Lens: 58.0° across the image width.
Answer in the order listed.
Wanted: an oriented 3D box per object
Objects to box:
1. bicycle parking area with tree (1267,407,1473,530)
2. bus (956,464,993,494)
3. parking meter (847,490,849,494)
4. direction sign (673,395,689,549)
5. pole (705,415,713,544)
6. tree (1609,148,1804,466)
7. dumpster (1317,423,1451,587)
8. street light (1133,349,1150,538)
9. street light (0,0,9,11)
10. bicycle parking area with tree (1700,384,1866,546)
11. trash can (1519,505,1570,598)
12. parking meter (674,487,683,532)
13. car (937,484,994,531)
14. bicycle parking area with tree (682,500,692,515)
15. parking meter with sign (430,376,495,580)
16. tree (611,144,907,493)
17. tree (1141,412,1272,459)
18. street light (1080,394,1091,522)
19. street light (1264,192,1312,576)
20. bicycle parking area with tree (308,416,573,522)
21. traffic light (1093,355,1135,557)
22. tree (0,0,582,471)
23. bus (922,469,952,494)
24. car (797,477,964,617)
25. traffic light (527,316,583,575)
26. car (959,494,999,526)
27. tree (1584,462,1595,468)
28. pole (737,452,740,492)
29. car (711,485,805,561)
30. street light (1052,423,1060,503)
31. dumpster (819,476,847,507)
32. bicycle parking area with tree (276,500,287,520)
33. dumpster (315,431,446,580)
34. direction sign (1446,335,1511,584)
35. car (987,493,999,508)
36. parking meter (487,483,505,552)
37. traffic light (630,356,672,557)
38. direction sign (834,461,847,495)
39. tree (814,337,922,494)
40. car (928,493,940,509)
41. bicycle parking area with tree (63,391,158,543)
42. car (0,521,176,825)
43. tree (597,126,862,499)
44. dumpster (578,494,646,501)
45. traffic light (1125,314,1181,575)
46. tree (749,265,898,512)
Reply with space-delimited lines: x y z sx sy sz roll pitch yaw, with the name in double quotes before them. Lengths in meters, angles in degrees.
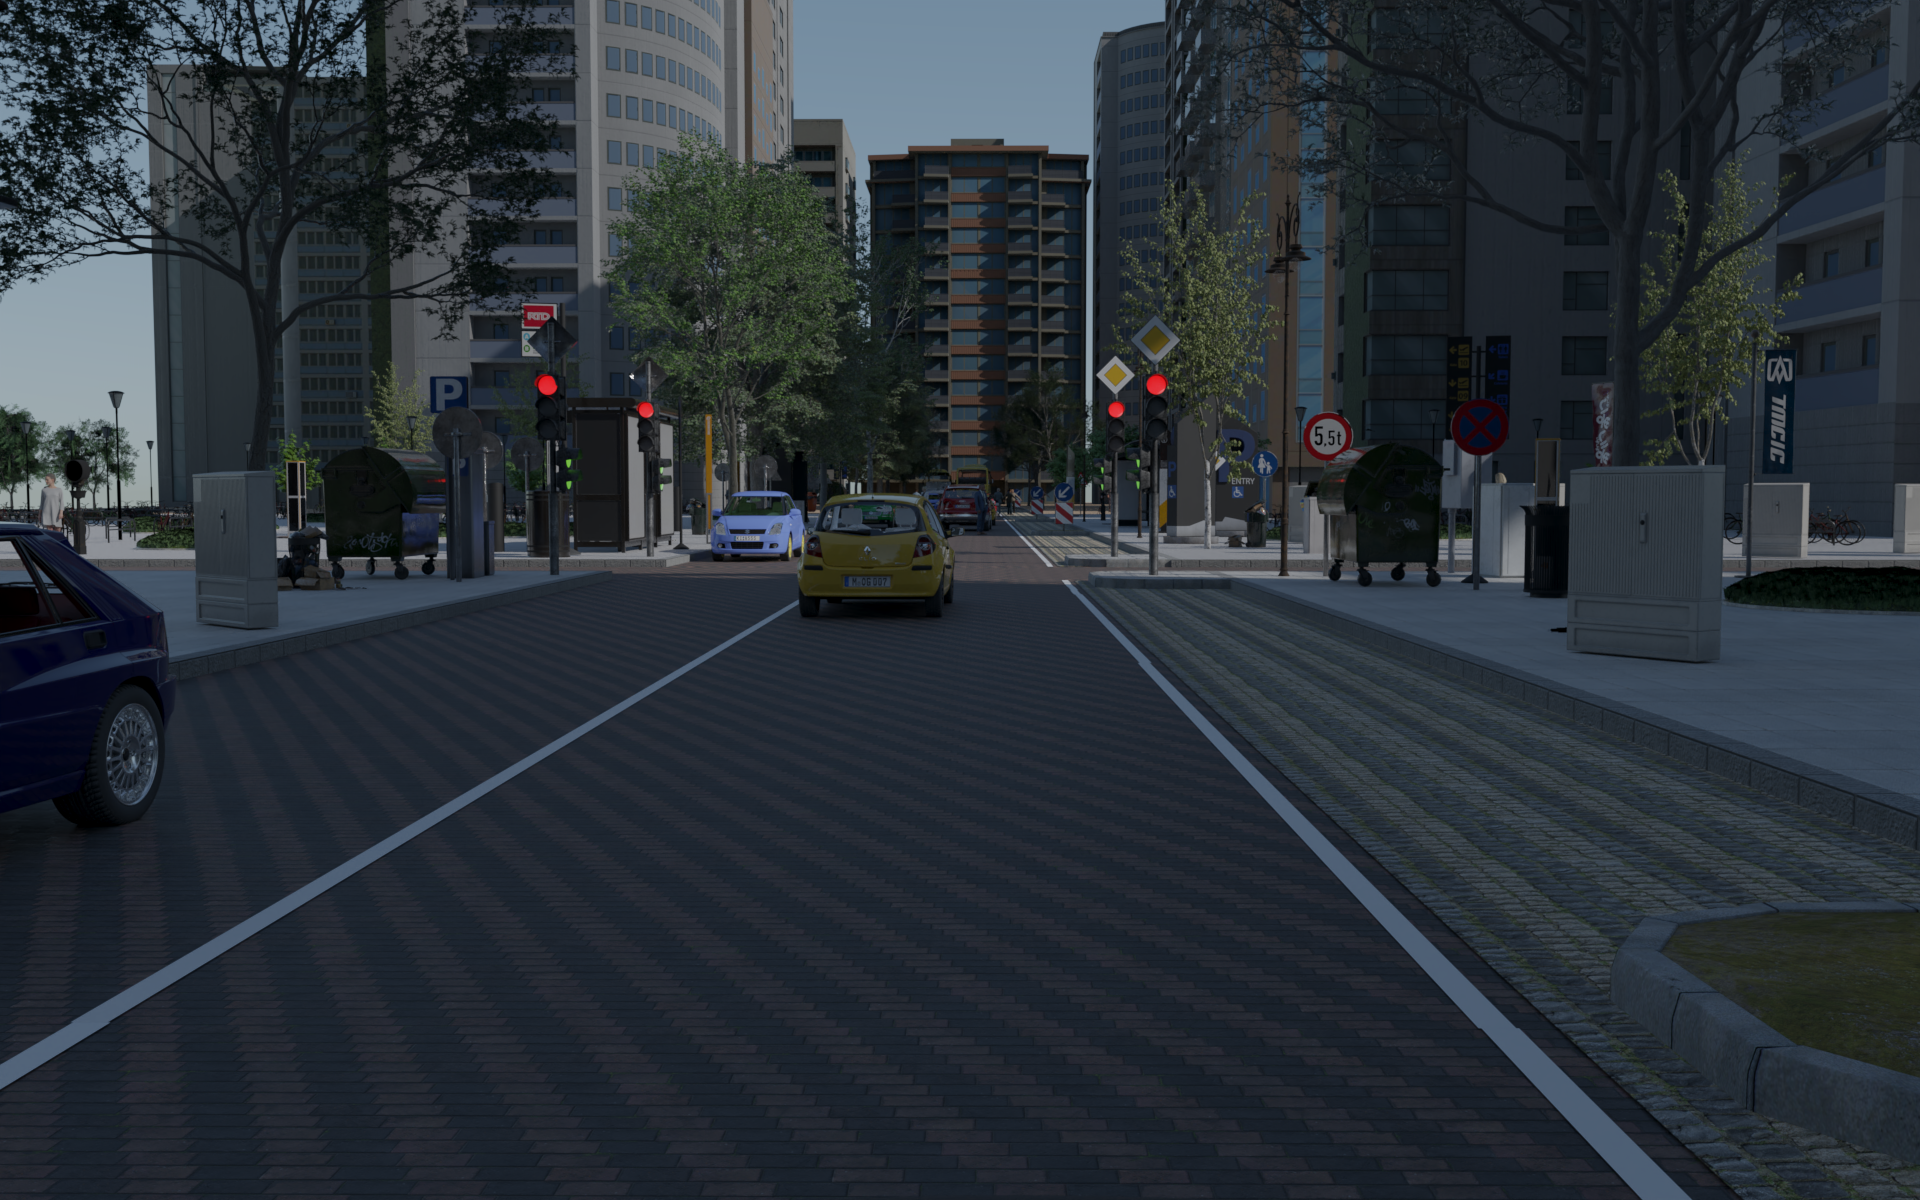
"bicycle parking area with tree" 13.631 -4.323 57.687 8.231 4.147 9.016 0 4 -7
"bus" 1.186 -9.204 142.035 2.896 3.916 12.252 0 4 2
"parking meter" -7.294 -6.277 111.039 0.372 1.533 0.369 0 3 0
"direction sign" -6.486 -2.948 40.192 0.379 3.537 0.876 -1 4 -12
"pole" -6.457 -3.099 44.518 0.158 3.312 0.155 0 3 0
"tree" 16.245 -5.356 37.931 4.737 8.622 4.395 0 3 0
"dumpster" 6.010 -1.355 24.644 1.502 2.255 1.985 0 4 1
"street light" 5.245 -4.747 50.400 0.468 5.910 1.993 0 4 1
"street light" -7.110 -2.389 11.848 0.468 5.910 1.993 0 4 1
"bicycle parking area with tree" 20.442 -3.708 47.626 9.016 4.147 8.231 3 4 39
"trash can" 7.334 -0.604 21.531 0.748 1.137 0.748 0 3 0
"parking meter" -9.682 -3.107 59.218 0.372 1.533 0.369 0 3 0
"car" 0.207 -3.673 68.720 2.281 1.827 5.304 0 4 3
"bicycle parking area with tree" -19.469 -7.343 107.068 9.016 4.147 8.231 1 4 12
"parking meter with sign" -7.564 -1.851 26.520 0.543 3.016 1.738 0 4 -1
"tree" -7.459 -9.521 62.321 9.857 13.997 8.962 0 3 0
"tree" 9.886 -4.969 64.959 4.285 4.588 4.351 0 3 0
"street light" 5.748 -6.557 79.993 0.468 5.910 1.993 0 4 1
"street light" 5.061 -3.309 26.889 0.468 5.910 1.993 0 4 1
"bicycle parking area with tree" -17.671 -4.651 63.053 8.231 4.147 9.016 2 4 25
"traffic light" 3.135 -2.834 35.261 0.839 4.253 0.868 0 4 1
"tree" -7.812 -5.211 19.607 7.601 10.594 8.767 0 4 -1
"bus" -2.170 -11.239 175.299 2.896 3.916 12.252 0 4 1
"car" -0.973 -0.697 21.616 2.015 1.641 3.980 0 4 2
"traffic light" -6.419 -2.352 27.371 0.839 4.253 0.868 0 4 1
"car" 0.807 -4.280 80.207 2.015 1.641 3.980 0 4 1
"tree" 20.791 -3.733 55.632 1.663 3.219 1.824 0 3 0
"pole" -9.261 -4.780 71.993 0.158 3.312 0.155 0 3 0
"car" -4.419 -1.742 38.077 1.945 1.707 3.694 0 4 1
"street light" 6.073 -8.371 109.655 0.468 5.910 1.993 0 4 1
"dumpster" -6.903 -5.552 93.265 1.502 2.255 1.985 0 4 1
"bicycle parking area with tree" -32.413 -6.081 86.421 8.231 4.147 9.016 0 4 6
"dumpster" -8.843 -1.474 26.601 1.502 2.255 1.985 0 4 1
"direction sign" 7.433 -2.013 24.910 0.876 3.537 0.379 1 4 14
"car" 1.101 -5.371 96.849 2.155 1.783 4.494 0 4 -1
"parking meter" -10.286 -1.831 38.348 0.372 1.533 0.369 0 3 0
"traffic light" -6.326 -2.840 35.355 0.839 4.253 0.868 0 4 1
"direction sign" -6.281 -6.059 91.062 0.876 3.537 0.379 2 4 35
"tree" -5.713 -10.098 99.507 7.601 10.594 8.767 -1 4 -16
"car" -2.369 -8.347 146.068 1.945 1.707 3.694 0 4 3
"bicycle parking area with tree" -26.006 -3.741 48.176 8.231 4.147 9.016 1 4 9
"car" -4.488 0.386 6.265 1.945 1.354 3.894 0 4 2
"tree" -6.784 -7.622 50.378 9.928 11.665 9.643 0 3 0
"dumpster" -9.022 -2.575 44.596 1.502 2.255 1.985 0 4 1
"traffic light" 3.041 -2.346 27.277 0.839 4.253 0.868 0 4 1
"tree" -6.573 -9.963 81.023 7.486 12.596 7.792 0 3 0
